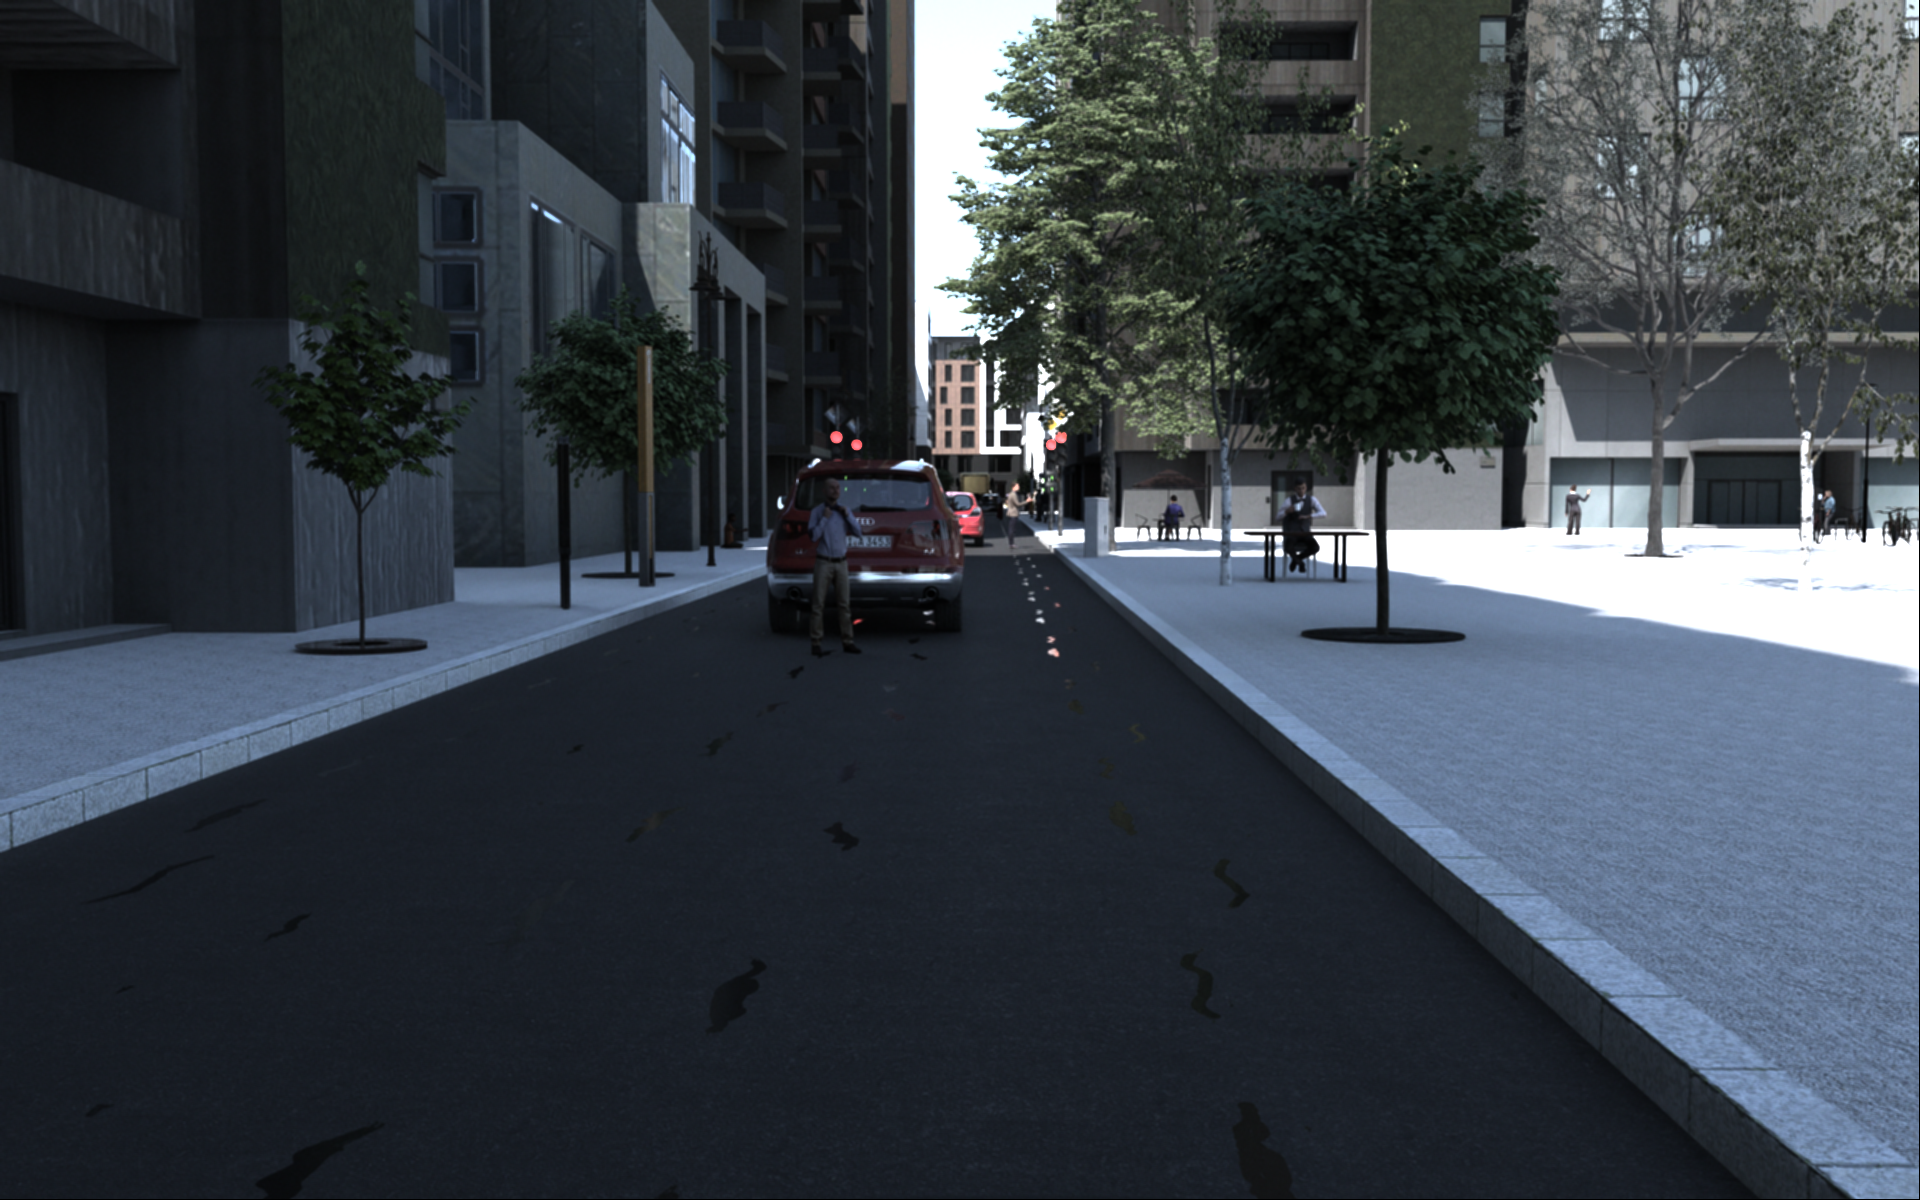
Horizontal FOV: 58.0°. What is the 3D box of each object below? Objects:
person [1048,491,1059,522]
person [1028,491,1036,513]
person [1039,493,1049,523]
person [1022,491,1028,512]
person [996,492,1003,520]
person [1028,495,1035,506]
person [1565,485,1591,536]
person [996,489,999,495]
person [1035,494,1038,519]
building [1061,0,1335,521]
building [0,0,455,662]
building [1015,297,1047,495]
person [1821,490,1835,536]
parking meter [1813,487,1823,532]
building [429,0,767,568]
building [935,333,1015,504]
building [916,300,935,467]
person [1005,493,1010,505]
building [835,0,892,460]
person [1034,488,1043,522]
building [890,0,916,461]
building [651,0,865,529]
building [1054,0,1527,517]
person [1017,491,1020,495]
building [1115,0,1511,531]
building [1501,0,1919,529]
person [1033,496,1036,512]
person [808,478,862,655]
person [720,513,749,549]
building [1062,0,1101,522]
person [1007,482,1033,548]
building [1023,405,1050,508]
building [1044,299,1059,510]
[{"bbox_3d":[4.173,-4.443,78.832,0.789,1.805,0.875,-3,4,-36],"label":"person"},{"bbox_3d":[4.786,-6.603,115.469,0.566,1.644,0.517,3,4,38],"label":"person"},{"bbox_3d":[3.737,-4.193,76.813,0.569,1.553,0.471,1,4,23],"label":"person"},{"bbox_3d":[4.891,-7.278,125.837,0.742,1.727,0.445,0,4,6],"label":"person"},{"bbox_3d":[2.231,-5.262,97.004,0.387,1.526,0.523,0,4,4],"label":"person"},{"bbox_3d":[5.967,-8.712,148.573,1.350,1.814,0.705,2,4,32],"label":"person"},{"bbox_3d":[19.383,-2.758,54.392,0.742,1.727,0.445,-1,4,-9],"label":"person"},{"bbox_3d":[3.046,-8.180,142.232,0.705,1.826,1.348,-1,4,-12],"label":"person"},{"bbox_3d":[4.150,-4.989,89.878,0.482,1.546,0.388,1,4,21],"label":"person"},{"bbox_3d":[12.754,-20.049,99.510,14.160,30.474,14.107,0,4,1],"label":"building"},{"bbox_3d":[-13.194,-14.765,13.111,14.160,30.474,14.107,0,4,1],"label":"building"},{"bbox_3d":[20.698,-21.382,193.571,27.936,21.610,32.646,0,4,1],"label":"building"},{"bbox_3d":[28.772,-2.856,57.406,0.429,1.552,0.499,2,4,35],"label":"person"},{"bbox_3d":[29.103,-3.087,58.880,0.372,1.533,0.369,0,3,0],"label":"parking meter"},{"bbox_3d":[-21.439,-44.371,38.144,31.000,86.520,22.319,0,4,1],"label":"building"},{"bbox_3d":[0.635,-23.859,234.073,32.646,21.610,27.936,0,4,1],"label":"building"},{"bbox_3d":[-17.377,-20.601,180.792,27.936,21.610,32.646,0,4,1],"label":"building"},{"bbox_3d":[5.730,-12.157,208.034,0.697,1.427,0.421,-3,5,-40],"label":"person"},{"bbox_3d":[-11.495,-25.694,103.698,14.154,41.232,14.086,0,4,1],"label":"building"},{"bbox_3d":[3.675,-4.419,80.511,0.429,1.552,0.499,1,4,13],"label":"person"},{"bbox_3d":[-10.433,-29.126,126.324,14.600,45.320,14.200,0,4,1],"label":"building"},{"bbox_3d":[-15.705,-25.664,74.234,22.147,44.769,28.867,0,4,1],"label":"building"},{"bbox_3d":[20.450,-32.485,120.375,28.713,52.752,27.495,0,4,1],"label":"building"},{"bbox_3d":[5.056,-8.804,150.904,0.530,1.710,0.541,0,4,-8],"label":"person"},{"bbox_3d":[12.086,-18.027,66.451,14.107,30.474,14.160,0,4,1],"label":"building"},{"bbox_3d":[33.853,-29.575,72.797,27.495,52.752,28.713,0,4,1],"label":"building"},{"bbox_3d":[5.260,-6.777,120.754,0.435,1.345,0.340,-1,4,-17],"label":"person"},{"bbox_3d":[-1.127,-0.304,15.528,0.516,1.574,0.319,-1,4,-22],"label":"person"},{"bbox_3d":[-5.335,-1.631,41.000,0.655,0.850,0.859,-1,4,-12],"label":"person"},{"bbox_3d":[12.327,-26.555,84.291,14.600,45.320,14.200,0,4,1],"label":"building"},{"bbox_3d":[1.594,-2.257,45.925,0.750,1.759,0.617,0,4,7],"label":"person"},{"bbox_3d":[10.763,-13.514,163.093,9.099,9.664,28.070,0,4,1],"label":"building"},{"bbox_3d":[14.995,-17.484,142.276,16.016,20.091,11.380,0,4,1],"label":"building"}]
